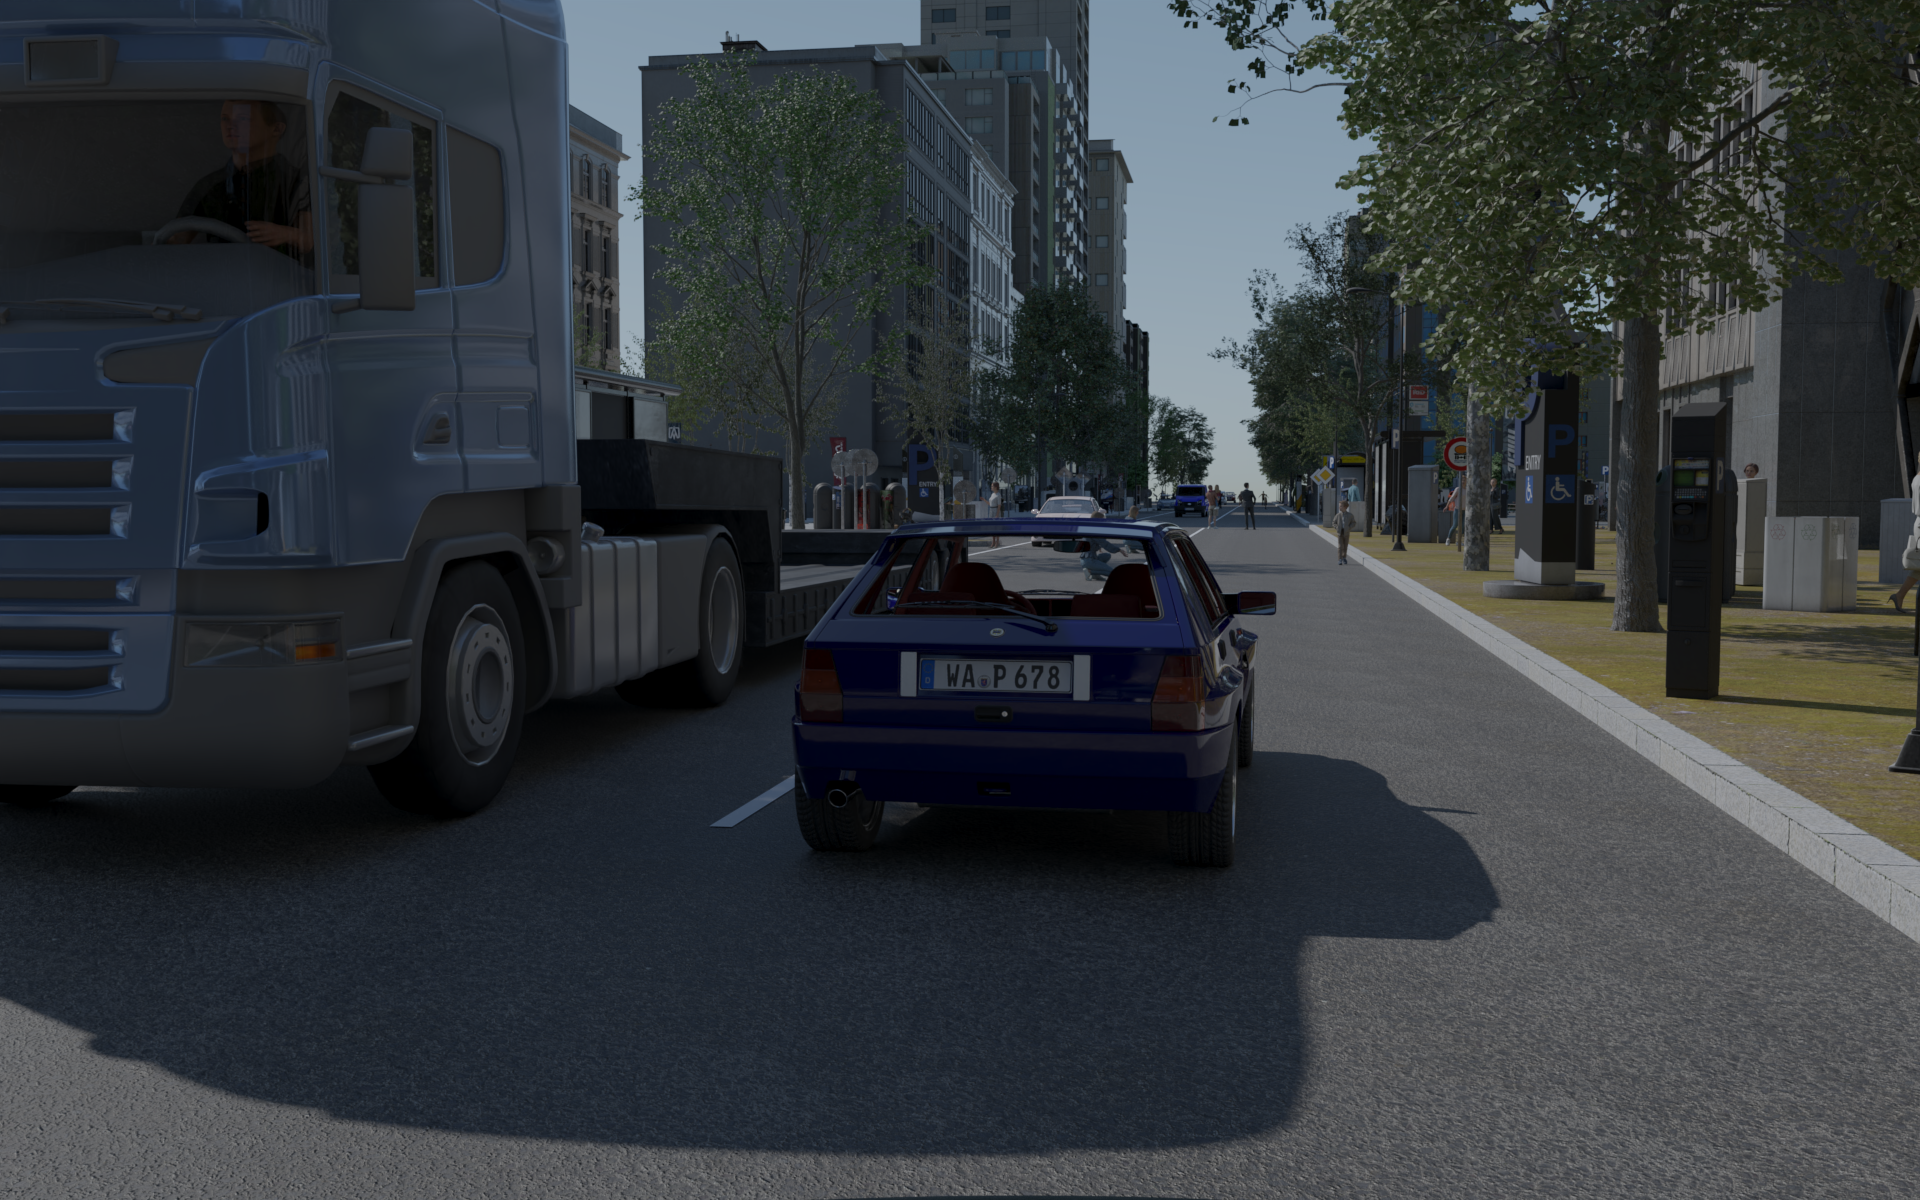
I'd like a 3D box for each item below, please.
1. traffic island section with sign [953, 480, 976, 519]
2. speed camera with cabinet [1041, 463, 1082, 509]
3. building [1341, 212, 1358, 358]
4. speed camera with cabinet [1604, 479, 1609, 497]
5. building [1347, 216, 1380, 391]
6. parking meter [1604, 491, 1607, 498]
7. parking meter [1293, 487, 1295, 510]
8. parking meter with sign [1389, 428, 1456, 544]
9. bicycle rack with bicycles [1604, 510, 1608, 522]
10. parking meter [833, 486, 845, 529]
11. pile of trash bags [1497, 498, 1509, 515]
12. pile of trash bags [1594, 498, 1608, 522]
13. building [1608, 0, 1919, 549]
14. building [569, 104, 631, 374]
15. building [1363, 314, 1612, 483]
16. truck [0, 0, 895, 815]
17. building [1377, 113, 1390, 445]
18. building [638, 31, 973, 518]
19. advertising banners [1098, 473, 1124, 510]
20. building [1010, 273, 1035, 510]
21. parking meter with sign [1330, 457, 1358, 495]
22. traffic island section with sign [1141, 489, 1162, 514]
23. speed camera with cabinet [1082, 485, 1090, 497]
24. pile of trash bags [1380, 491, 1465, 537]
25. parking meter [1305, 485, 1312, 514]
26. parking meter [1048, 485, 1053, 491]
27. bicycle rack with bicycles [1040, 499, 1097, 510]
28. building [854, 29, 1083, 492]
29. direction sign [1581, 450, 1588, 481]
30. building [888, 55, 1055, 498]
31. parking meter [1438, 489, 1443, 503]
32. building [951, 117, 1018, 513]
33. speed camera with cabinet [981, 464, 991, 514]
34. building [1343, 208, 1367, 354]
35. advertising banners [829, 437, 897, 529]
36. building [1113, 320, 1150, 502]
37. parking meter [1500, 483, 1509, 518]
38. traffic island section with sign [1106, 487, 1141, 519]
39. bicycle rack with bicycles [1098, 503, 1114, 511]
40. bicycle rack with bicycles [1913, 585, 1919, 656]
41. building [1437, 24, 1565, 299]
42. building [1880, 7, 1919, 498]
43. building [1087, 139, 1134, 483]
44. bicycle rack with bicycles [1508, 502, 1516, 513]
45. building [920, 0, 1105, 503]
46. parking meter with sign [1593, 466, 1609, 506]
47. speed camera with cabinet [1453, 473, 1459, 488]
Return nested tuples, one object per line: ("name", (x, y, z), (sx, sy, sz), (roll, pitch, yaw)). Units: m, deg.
("traffic island section with sign", (0.110, -2.404, 47.939), (1.989, 1.847, 2.006), (1, 4, 10))
("speed camera with cabinet", (5.567, -6.234, 96.253), (2.038, 3.252, 0.660), (-1, 4, -11))
("building", (75.231, -40.990, 289.786), (23.786, 49.044, 30.456), (1, 4, 10))
("speed camera with cabinet", (53.595, -9.189, 144.577), (2.038, 3.252, 0.660), (-3, 4, -36))
("building", (63.759, -34.932, 254.733), (14.154, 41.232, 14.086), (1, 4, 10))
("parking meter", (52.839, -8.167, 141.947), (0.372, 1.533, 0.369), (0, 3, 0))
("parking meter", (26.830, -8.120, 138.469), (0.255, 1.863, 0.399), (-1, 4, -17))
("parking meter with sign", (12.137, -3.003, 45.361), (1.738, 3.016, 0.543), (3, 5, 40))
("bicycle rack with bicycles", (30.297, -3.845, 76.249), (2.852, 0.926, 2.925), (-3, 5, -40))
("parking meter", (-3.775, -2.781, 53.883), (0.372, 1.533, 0.369), (0, 3, 0))
("pile of trash bags", (33.035, -6.015, 108.097), (1.912, 1.369, 3.447), (0, 4, 6))
("pile of trash bags", (29.959, -4.380, 81.363), (1.912, 1.369, 3.447), (-1, 4, -22))
("building", (26.777, -14.112, 48.752), (12.078, 24.808, 19.932), (1, 4, 10))
("building", (-43.892, -20.094, 104.953), (44.131, 29.872, 17.030), (1, 4, 10))
("building", (60.902, -21.693, 199.725), (27.650, 21.520, 28.899), (1, 4, 10))
("truck", (-2.355, -1.530, 14.781), (2.967, 4.110, 18.799), (0, 4, 8))
("building", (50.893, -32.341, 178.893), (14.600, 45.320, 14.200), (1, 4, 10))
("building", (-8.041, -18.951, 103.363), (14.314, 27.812, 24.014), (1, 4, 10))
("advertising banners", (12.625, -9.023, 143.721), (2.074, 3.025, 0.090), (-1, 4, -14))
("building", (0.006, -17.648, 143.302), (10.420, 20.320, 16.860), (1, 4, 10))
("parking meter with sign", (18.134, -5.164, 80.695), (1.738, 3.016, 0.543), (-1, 4, -9))
("traffic island section with sign", (13.972, -7.320, 128.304), (1.989, 1.847, 2.006), (1, 4, 10))
("speed camera with cabinet", (6.866, -6.400, 98.972), (0.660, 3.252, 2.038), (1, 4, 22))
("pile of trash bags", (14.482, -2.663, 53.288), (1.912, 1.369, 3.447), (-1, 4, -19))
("parking meter", (23.024, -6.648, 114.409), (0.399, 1.863, 0.255), (-2, 4, -29))
("parking meter", (5.799, -6.428, 110.816), (0.255, 1.863, 0.399), (1, 4, 9))
("bicycle rack with bicycles", (6.327, -5.573, 104.504), (2.852, 0.926, 2.925), (-1, 4, -15))
("building", (1.301, -34.672, 186.497), (23.786, 49.044, 30.456), (1, 4, 10))
("direction sign", (32.549, -6.011, 90.281), (0.379, 3.537, 0.876), (3, 5, 39))
("building", (1.101, -29.369, 163.776), (14.154, 41.232, 14.086), (1, 4, 10))
("parking meter", (18.261, -3.536, 66.226), (0.372, 1.533, 0.369), (0, 3, 0))
("building", (-3.789, -20.737, 124.953), (13.634, 28.700, 20.117), (1, 4, 10))
("speed camera with cabinet", (1.691, -7.157, 111.358), (0.660, 3.252, 2.038), (0, 4, 0))
("building", (66.808, -37.835, 268.711), (14.600, 45.320, 14.200), (1, 4, 10))
("advertising banners", (-2.963, -3.480, 53.085), (2.074, 3.025, 0.090), (0, 3, 0))
("building", (24.935, -32.126, 296.959), (14.160, 30.474, 14.107), (1, 4, 10))
("parking meter", (28.974, -5.289, 92.185), (0.399, 1.863, 0.255), (2, 4, 32))
("traffic island section with sign", (9.396, -5.695, 101.738), (1.989, 1.847, 2.006), (1, 4, 10))
("bicycle rack with bicycles", (9.970, -6.983, 127.554), (2.925, 0.926, 2.852), (-1, 4, -8))
("bicycle rack with bicycles", (8.975, 0.006, 13.286), (2.925, 0.926, 2.852), (-2, 4, -27))
("building", (48.730, -31.413, 163.710), (14.600, 45.320, 14.200), (1, 4, 10))
("building", (26.224, -9.968, 30.423), (16.820, 18.784, 16.811), (1, 4, 10))
("building", (10.949, -41.173, 262.411), (28.713, 52.752, 27.495), (1, 4, 10))
("bicycle rack with bicycles", (37.353, -6.208, 114.880), (2.852, 0.926, 2.925), (-2, 4, -33))
("building", (7.188, -47.243, 210.670), (20.563, 71.187, 20.611), (1, 4, 10))
("parking meter with sign", (39.307, -6.753, 106.669), (1.738, 3.016, 0.543), (-3, 5, -39))
("speed camera with cabinet", (29.048, -6.441, 99.642), (0.660, 3.252, 2.038), (-1, 4, -8))
